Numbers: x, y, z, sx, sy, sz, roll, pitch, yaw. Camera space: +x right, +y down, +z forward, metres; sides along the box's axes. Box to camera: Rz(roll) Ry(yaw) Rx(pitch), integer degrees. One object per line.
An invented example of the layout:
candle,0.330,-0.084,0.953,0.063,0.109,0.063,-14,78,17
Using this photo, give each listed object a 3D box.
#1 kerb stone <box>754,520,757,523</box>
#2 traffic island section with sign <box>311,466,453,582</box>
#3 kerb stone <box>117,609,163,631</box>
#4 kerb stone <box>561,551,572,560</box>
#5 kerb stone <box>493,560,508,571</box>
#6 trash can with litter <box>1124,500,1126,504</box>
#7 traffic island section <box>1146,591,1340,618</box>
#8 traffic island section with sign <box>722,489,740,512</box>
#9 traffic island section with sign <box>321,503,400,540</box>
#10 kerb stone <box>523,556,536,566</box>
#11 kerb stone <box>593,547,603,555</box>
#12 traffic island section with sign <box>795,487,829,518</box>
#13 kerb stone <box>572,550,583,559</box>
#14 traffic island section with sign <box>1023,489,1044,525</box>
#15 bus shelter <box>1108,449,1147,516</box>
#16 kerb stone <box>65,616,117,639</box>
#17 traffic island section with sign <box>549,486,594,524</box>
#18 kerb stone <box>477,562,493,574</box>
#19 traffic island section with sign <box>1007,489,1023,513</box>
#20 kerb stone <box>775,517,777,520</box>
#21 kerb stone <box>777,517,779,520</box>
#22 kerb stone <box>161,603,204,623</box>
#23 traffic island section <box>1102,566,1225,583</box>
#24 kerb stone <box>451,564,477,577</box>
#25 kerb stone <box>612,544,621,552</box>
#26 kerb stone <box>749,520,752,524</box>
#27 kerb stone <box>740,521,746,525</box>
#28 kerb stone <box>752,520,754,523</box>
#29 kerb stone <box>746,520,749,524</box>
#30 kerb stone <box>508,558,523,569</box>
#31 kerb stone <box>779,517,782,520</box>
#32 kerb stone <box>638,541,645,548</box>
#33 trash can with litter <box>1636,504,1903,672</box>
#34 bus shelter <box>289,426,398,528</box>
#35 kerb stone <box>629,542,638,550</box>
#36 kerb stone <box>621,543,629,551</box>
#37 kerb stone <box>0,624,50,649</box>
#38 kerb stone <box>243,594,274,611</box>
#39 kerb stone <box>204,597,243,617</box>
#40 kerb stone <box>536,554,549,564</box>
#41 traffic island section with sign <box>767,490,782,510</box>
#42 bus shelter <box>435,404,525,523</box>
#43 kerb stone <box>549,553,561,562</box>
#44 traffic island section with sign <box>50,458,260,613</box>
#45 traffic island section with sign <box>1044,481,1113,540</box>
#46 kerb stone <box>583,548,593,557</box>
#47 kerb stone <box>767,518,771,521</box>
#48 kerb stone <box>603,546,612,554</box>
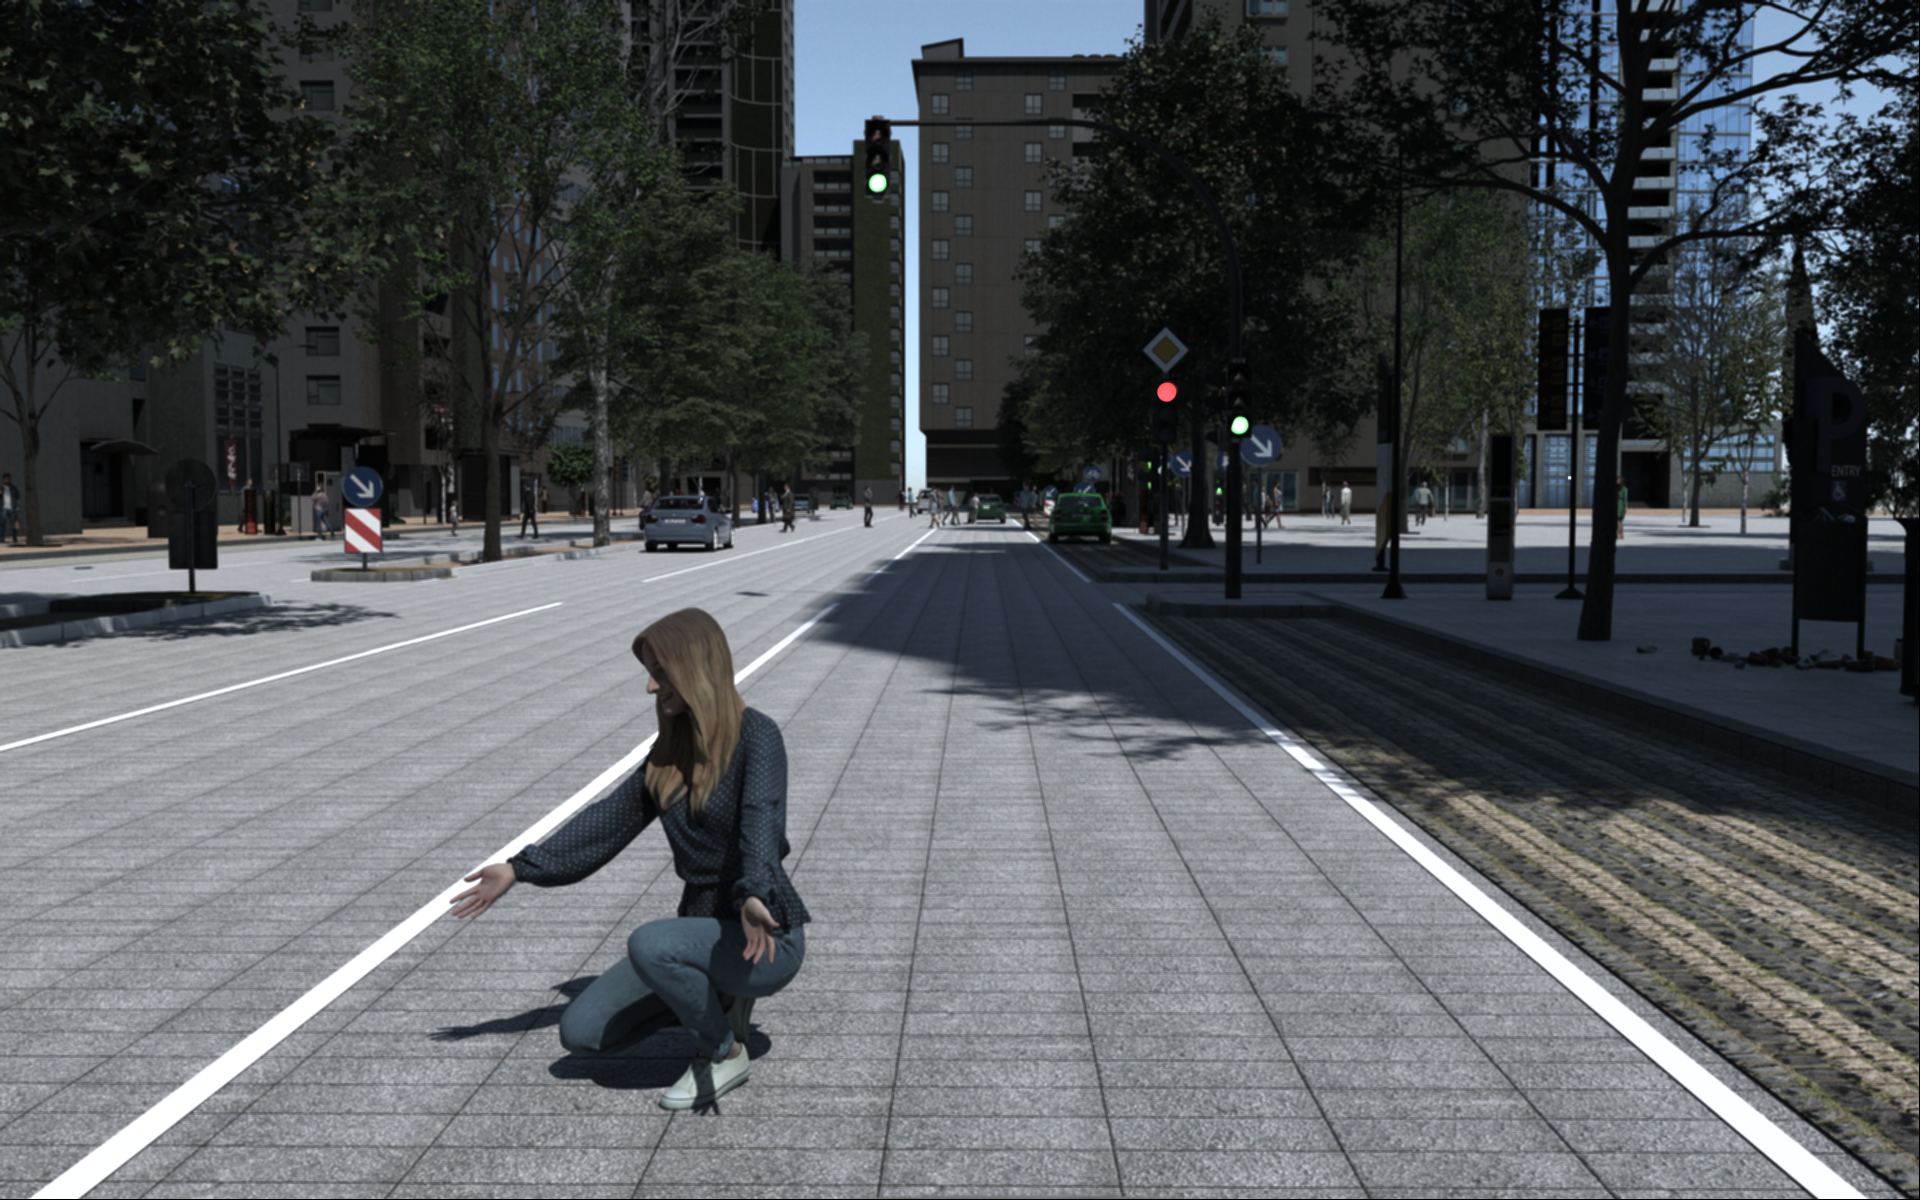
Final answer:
kerb stone,-10.180,-3.832,84.871,0.120,0.150,1.000,0,4,1
traffic island section with sign,-9.808,-1.283,29.115,2.006,1.907,1.989,0,4,1
kerb stone,-8.899,0.228,18.637,0.120,0.150,1.000,0,4,1
kerb stone,-8.667,-0.944,37.675,0.120,0.150,1.000,0,4,1
kerb stone,-8.737,-0.633,32.546,0.120,0.150,1.000,0,4,1
trash can with litter,7.231,-3.746,72.637,0.624,1.170,1.055,2,4,35
traffic island section,3.372,0.060,21.307,2.009,0.180,2.903,0,4,1
traffic island section with sign,-17.787,-7.531,131.767,1.989,1.847,2.006,0,4,1
traffic island section with sign,-18.726,-2.793,54.287,1.989,1.847,2.006,0,4,1
kerb stone,-8.709,-0.757,34.608,0.120,0.150,1.000,0,4,1
kerb stone,-8.630,-1.135,40.745,0.120,0.150,1.000,0,4,1
traffic island section with sign,-8.893,-5.878,104.248,2.006,1.907,1.989,0,4,1
kerb stone,-8.652,-1.009,38.697,0.120,0.150,1.000,0,4,1
traffic island section with sign,4.128,-4.472,81.750,1.989,1.847,2.006,0,4,1
bus shelter,7.827,-6.226,79.425,2.179,5.291,8.768,0,4,1
kerb stone,-8.910,0.280,17.612,0.120,0.150,1.000,0,4,1
traffic island section with sign,-18.390,-4.519,82.515,1.989,1.847,2.006,0,4,1
kerb stone,-8.745,-0.570,31.515,0.120,0.150,1.000,0,4,1
traffic island section with sign,4.723,-7.487,131.038,1.989,1.847,2.006,0,4,1
kerb stone,-10.086,-4.335,93.077,0.120,0.150,1.000,0,4,1
kerb stone,-10.072,-4.396,94.104,0.120,0.150,1.000,0,4,1
kerb stone,-8.894,0.155,19.667,0.120,0.150,1.000,0,4,1
traffic island section,3.470,-0.429,29.291,2.009,0.180,2.903,0,4,1
kerb stone,-8.750,-0.507,30.493,0.120,0.150,1.000,0,4,1
kerb stone,-8.605,-1.260,42.790,0.120,0.150,1.000,0,4,1
kerb stone,-10.212,-3.708,82.824,0.120,0.150,1.000,0,4,1
kerb stone,-10.243,-3.580,80.761,0.120,0.150,1.000,0,4,1
kerb stone,-10.208,-3.771,83.846,0.120,0.150,1.000,0,4,1
kerb stone,-10.223,-3.645,81.784,0.120,0.150,1.000,0,4,1
kerb stone,-8.721,-0.696,33.580,0.120,0.150,1.000,0,4,1
kerb stone,-10.041,-4.522,96.159,0.120,0.150,1.000,0,4,1
kerb stone,-8.569,-1.448,45.864,0.120,0.150,1.000,0,4,1
trash can with litter,6.333,-0.135,13.267,1.678,1.210,2.233,-2,4,-34
bus shelter,-22.178,-4.359,62.552,1.731,3.624,6.357,0,4,1
kerb stone,-8.572,-1.384,44.841,0.120,0.150,1.000,0,4,1
kerb stone,-8.600,-1.323,43.819,0.120,0.150,1.000,0,4,1
kerb stone,-8.929,0.344,16.591,0.120,0.150,1.000,0,4,1
kerb stone,-8.871,0.032,21.721,0.120,0.150,1.000,0,4,1
kerb stone,-8.878,0.092,20.695,0.120,0.150,1.000,0,4,1
kerb stone,-8.687,-0.818,35.630,0.120,0.150,1.000,0,4,1
traffic island section with sign,-17.440,-9.230,159.544,1.989,1.847,2.006,0,4,1
bus shelter,-22.347,-6.275,80.220,2.179,5.291,8.768,0,4,1
kerb stone,-8.681,-0.884,36.652,0.120,0.150,1.000,0,4,1
traffic island section with sign,-9.909,-0.830,21.708,2.006,1.907,1.989,0,4,1
traffic island section with sign,3.787,-2.824,54.797,1.989,1.847,2.006,0,4,1
kerb stone,-8.639,-1.072,39.719,0.120,0.150,1.000,0,4,1
kerb stone,-10.092,-4.273,92.055,0.120,0.150,1.000,0,4,1
kerb stone,-8.619,-1.194,41.768,0.120,0.150,1.000,0,4,1
